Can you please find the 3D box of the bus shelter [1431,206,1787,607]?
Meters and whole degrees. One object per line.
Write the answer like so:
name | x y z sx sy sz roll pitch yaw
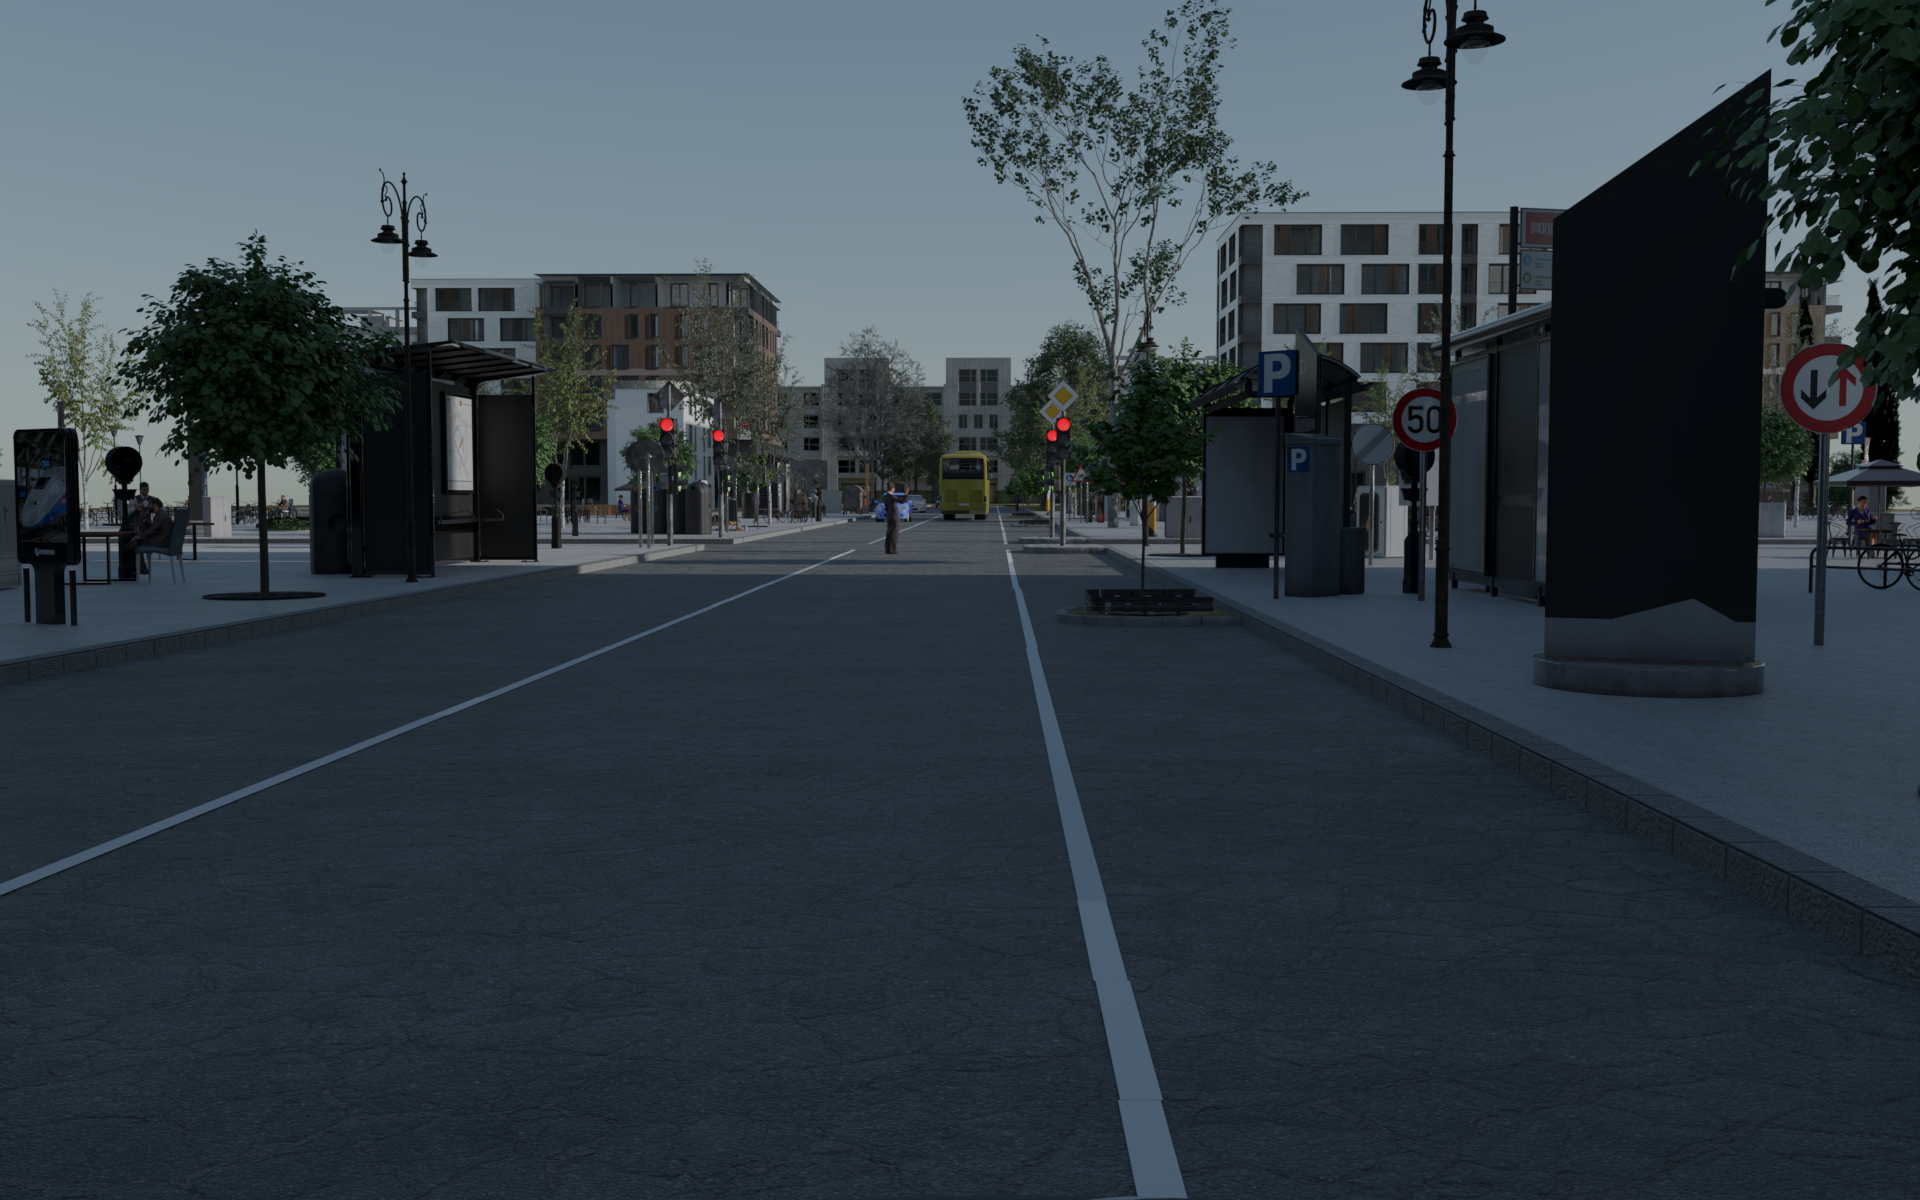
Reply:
bus shelter | 7.442 -2.710 21.933 2.179 5.291 8.768 0 4 1

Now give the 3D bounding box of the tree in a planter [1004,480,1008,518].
tree in a planter | 3.755 -6.470 103.005 1.991 3.239 1.994 0 4 1

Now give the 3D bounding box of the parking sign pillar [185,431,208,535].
parking sign pillar | -23.897 -4.026 54.305 1.447 3.967 1.447 -1 4 -17

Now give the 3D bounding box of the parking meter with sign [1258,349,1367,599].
parking meter with sign | 4.455 -1.555 21.692 1.738 3.016 0.543 -3 5 -45

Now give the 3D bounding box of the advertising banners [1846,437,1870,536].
advertising banners | 27.562 -3.482 53.114 0.090 3.025 2.074 3 5 43

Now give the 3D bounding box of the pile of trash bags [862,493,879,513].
pile of trash bags | -6.588 -6.740 119.943 1.912 1.369 3.447 0 4 -2

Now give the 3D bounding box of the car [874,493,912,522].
car | -3.409 -4.879 89.355 1.945 1.707 3.694 0 4 3

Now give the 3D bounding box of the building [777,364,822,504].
building | -33.257 -22.426 233.127 31.486 18.905 16.747 0 4 1

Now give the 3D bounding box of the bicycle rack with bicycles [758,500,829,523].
bicycle rack with bicycles | -7.683 -3.935 77.727 2.852 0.926 2.925 2 4 26

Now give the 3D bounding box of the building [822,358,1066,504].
building | -1.674 -22.404 232.763 31.486 18.905 16.747 0 4 1

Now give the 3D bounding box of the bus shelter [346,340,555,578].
bus shelter | -8.521 -2.340 29.542 1.731 3.624 6.357 0 4 1

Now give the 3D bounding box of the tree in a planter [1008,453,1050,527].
tree in a planter | 3.204 -4.782 75.401 1.991 3.239 1.994 0 4 1

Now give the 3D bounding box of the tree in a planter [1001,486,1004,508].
tree in a planter | 5.265 -11.145 179.450 1.991 3.239 1.994 0 4 1

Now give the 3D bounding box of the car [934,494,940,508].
car | -1.643 -10.318 180.501 2.131 1.459 4.920 0 4 -1

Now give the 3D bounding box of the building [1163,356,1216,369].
building | 32.650 -22.915 231.075 11.380 20.091 16.016 0 4 1

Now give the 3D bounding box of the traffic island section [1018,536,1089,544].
traffic island section | 2.720 -1.745 50.806 2.009 0.180 2.903 0 4 1

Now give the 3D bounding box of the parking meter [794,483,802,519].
parking meter | -8.350 -5.112 89.289 0.399 1.863 0.255 -1 4 -23

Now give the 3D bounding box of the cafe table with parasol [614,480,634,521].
cafe table with parasol | -15.564 -4.771 82.875 2.610 1.966 2.610 3 5 45

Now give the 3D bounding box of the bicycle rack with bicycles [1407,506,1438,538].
bicycle rack with bicycles | 13.962 -2.278 50.626 2.925 0.926 2.852 -1 4 -12

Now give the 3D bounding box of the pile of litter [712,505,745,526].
pile of litter | -9.426 -3.441 70.232 1.719 0.858 1.176 -1 4 -22

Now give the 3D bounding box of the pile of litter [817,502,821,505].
pile of litter | -10.025 -6.766 124.584 1.719 0.858 1.176 -1 4 -19

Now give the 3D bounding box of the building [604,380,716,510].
building | -24.550 -12.226 142.047 9.099 9.664 28.070 0 4 1

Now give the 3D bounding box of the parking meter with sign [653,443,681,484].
parking meter with sign | -9.744 -3.787 58.181 1.738 3.016 0.543 3 5 42

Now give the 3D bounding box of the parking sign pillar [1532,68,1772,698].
parking sign pillar | 4.591 -1.407 11.472 1.447 3.967 1.447 1 4 20

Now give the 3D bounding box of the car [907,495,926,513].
car | -3.604 -7.374 132.919 2.083 1.381 4.827 0 4 3

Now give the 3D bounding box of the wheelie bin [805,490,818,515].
wheelie bin | -9.199 -6.018 106.301 0.980 1.594 0.693 -2 4 -31

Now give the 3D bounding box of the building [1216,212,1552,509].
building | 34.610 -18.221 141.890 27.936 21.610 32.646 0 4 1

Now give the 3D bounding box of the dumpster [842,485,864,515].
dumpster | -6.652 -6.209 107.276 1.264 1.857 1.865 0 4 1

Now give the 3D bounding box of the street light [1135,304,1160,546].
street light | 4.566 -4.252 42.305 0.468 5.910 1.993 0 4 1

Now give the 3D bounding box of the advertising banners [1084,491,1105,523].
advertising banners | 6.276 -4.971 77.470 0.090 3.025 2.074 -3 4 -39

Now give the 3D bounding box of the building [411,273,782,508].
building | -35.507 -20.223 174.613 32.646 21.610 27.936 0 4 1

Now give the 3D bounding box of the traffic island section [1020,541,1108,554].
traffic island section | 2.562 -1.256 42.823 2.009 0.180 2.903 0 4 1

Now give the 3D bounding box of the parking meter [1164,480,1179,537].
parking meter | 6.275 -2.795 51.417 0.399 1.863 0.255 3 4 38

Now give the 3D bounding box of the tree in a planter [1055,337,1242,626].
tree in a planter | 2.103 -1.380 19.780 1.991 3.239 1.994 0 4 1

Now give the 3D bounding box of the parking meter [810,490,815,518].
parking meter | -7.812 -5.153 92.665 0.372 1.533 0.369 0 3 0

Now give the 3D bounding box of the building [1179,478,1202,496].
building | 25.378 -14.140 173.342 9.099 9.664 28.070 0 4 1

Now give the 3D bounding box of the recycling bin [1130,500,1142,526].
recycling bin | 7.292 -3.495 69.699 0.722 1.027 0.722 -1 4 -19

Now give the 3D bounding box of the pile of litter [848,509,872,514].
pile of litter | -6.536 -6.093 113.591 1.719 0.858 1.176 -1 4 -12

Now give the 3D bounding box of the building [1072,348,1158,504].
building | 19.991 -22.909 230.976 11.380 20.091 16.016 0 4 1

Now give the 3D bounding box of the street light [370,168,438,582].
street light | -7.980 -3.195 25.034 0.468 5.910 1.993 0 4 1

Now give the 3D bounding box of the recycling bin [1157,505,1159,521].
recycling bin | 9.871 -4.297 82.808 0.722 1.027 0.722 -2 4 -30

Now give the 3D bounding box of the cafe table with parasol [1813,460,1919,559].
cafe table with parasol | 18.336 -1.817 34.568 2.610 1.966 2.610 -2 4 -26

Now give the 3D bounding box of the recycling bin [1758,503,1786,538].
recycling bin | 23.966 -2.361 51.152 0.722 1.027 0.722 1 4 22

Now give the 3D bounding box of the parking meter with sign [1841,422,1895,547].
parking meter with sign | 21.550 -2.737 41.019 0.543 3.016 1.738 0 4 -1

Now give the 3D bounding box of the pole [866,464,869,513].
pole | -6.197 -7.476 116.081 0.158 3.312 0.155 0 3 0

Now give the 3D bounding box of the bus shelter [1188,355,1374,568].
bus shelter | 4.928 -2.053 27.486 2.014 3.302 5.546 0 4 1

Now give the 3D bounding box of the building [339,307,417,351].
building | -58.117 -19.881 181.479 11.380 20.091 16.016 0 4 1

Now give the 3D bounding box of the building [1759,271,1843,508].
building | 64.752 -20.130 173.103 32.646 21.610 27.936 0 4 1

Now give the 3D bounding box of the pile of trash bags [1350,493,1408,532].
pile of trash bags | 9.799 -1.960 41.801 1.912 1.369 3.447 1 4 9

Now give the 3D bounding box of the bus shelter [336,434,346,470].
bus shelter | -11.101 -2.546 35.553 2.014 3.302 5.546 0 4 1

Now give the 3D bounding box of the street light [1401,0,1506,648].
street light | 4.029 -2.541 14.332 0.468 5.910 1.993 0 4 1

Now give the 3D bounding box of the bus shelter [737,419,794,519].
bus shelter | -10.618 -7.126 94.150 2.179 5.291 8.768 0 4 1

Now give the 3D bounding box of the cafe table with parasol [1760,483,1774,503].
cafe table with parasol | 46.131 -5.750 98.881 2.610 1.966 2.610 0 4 4
